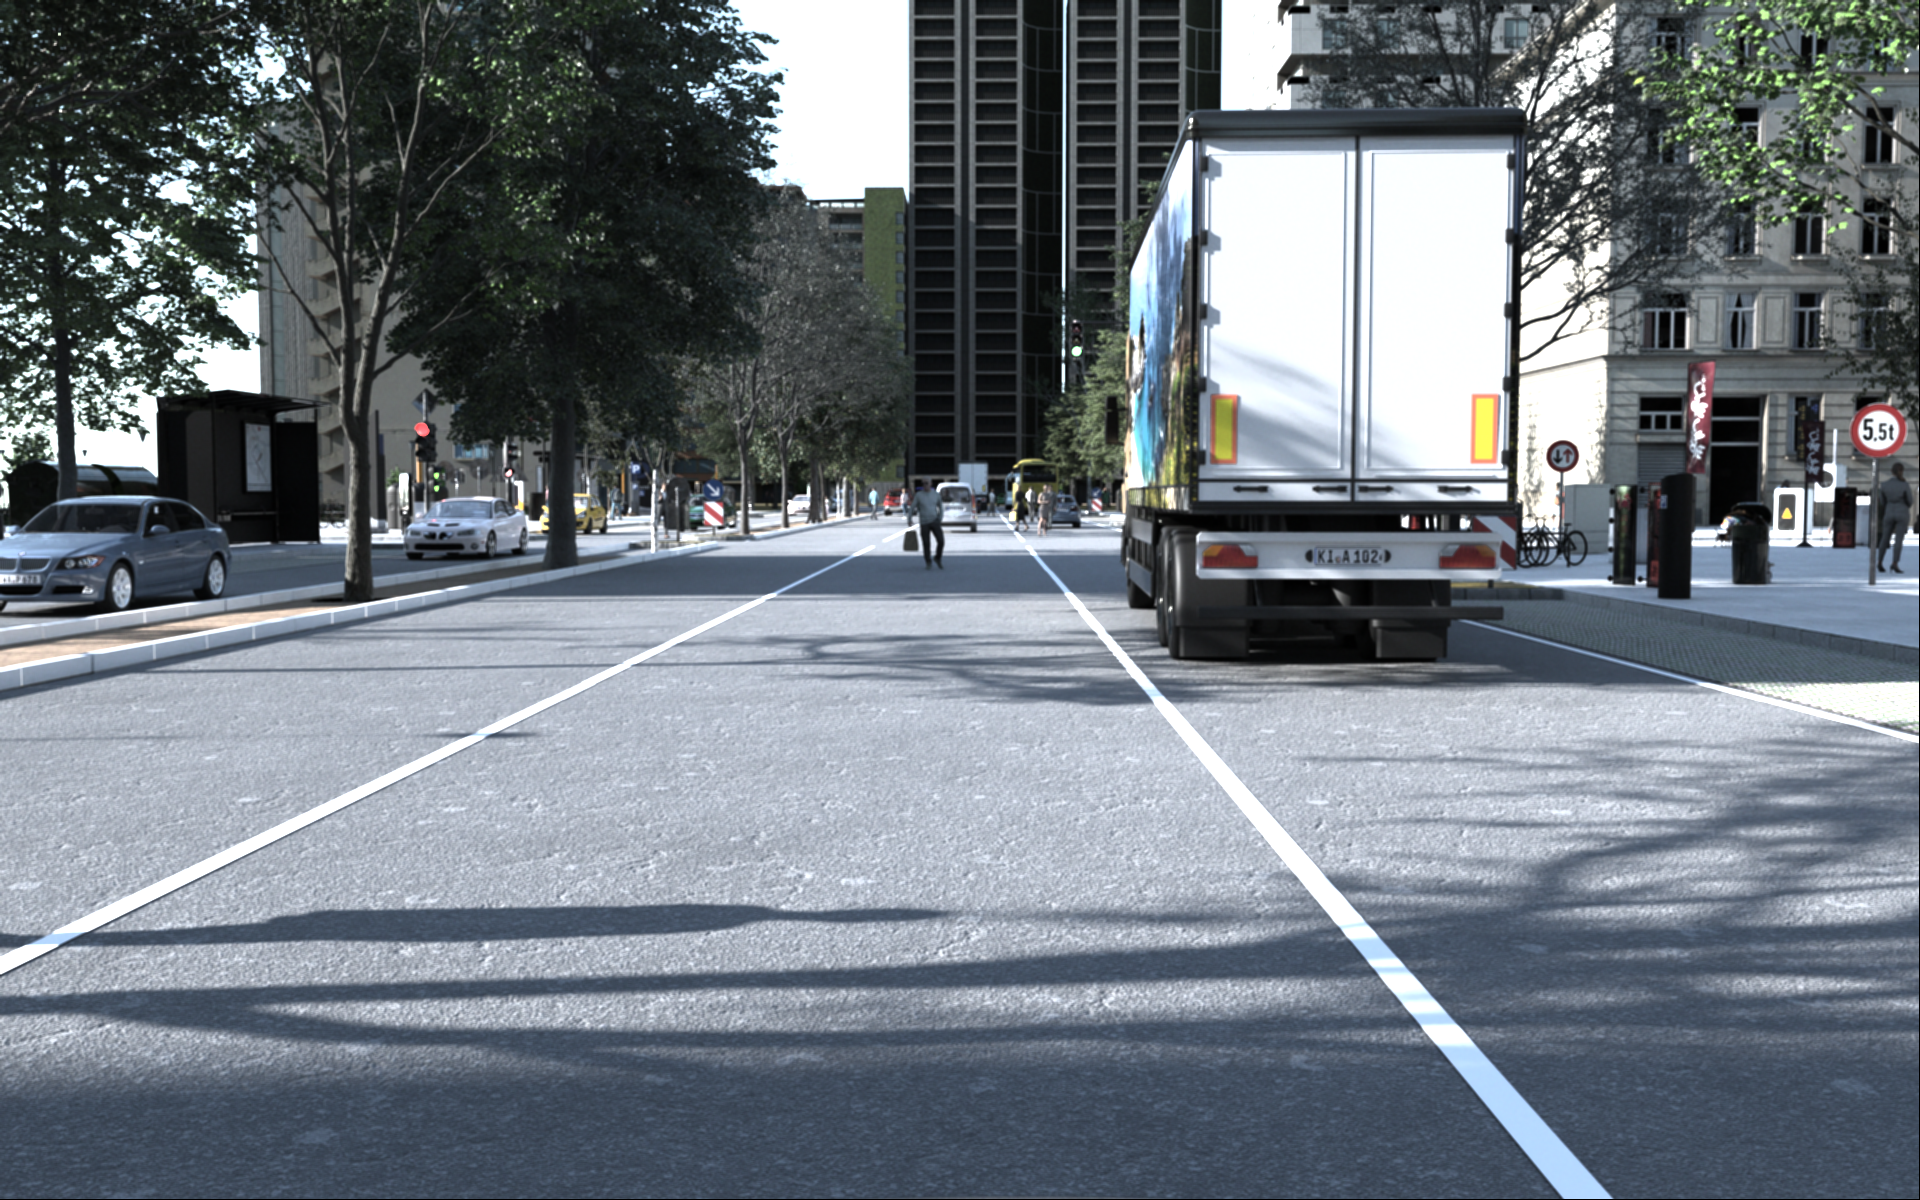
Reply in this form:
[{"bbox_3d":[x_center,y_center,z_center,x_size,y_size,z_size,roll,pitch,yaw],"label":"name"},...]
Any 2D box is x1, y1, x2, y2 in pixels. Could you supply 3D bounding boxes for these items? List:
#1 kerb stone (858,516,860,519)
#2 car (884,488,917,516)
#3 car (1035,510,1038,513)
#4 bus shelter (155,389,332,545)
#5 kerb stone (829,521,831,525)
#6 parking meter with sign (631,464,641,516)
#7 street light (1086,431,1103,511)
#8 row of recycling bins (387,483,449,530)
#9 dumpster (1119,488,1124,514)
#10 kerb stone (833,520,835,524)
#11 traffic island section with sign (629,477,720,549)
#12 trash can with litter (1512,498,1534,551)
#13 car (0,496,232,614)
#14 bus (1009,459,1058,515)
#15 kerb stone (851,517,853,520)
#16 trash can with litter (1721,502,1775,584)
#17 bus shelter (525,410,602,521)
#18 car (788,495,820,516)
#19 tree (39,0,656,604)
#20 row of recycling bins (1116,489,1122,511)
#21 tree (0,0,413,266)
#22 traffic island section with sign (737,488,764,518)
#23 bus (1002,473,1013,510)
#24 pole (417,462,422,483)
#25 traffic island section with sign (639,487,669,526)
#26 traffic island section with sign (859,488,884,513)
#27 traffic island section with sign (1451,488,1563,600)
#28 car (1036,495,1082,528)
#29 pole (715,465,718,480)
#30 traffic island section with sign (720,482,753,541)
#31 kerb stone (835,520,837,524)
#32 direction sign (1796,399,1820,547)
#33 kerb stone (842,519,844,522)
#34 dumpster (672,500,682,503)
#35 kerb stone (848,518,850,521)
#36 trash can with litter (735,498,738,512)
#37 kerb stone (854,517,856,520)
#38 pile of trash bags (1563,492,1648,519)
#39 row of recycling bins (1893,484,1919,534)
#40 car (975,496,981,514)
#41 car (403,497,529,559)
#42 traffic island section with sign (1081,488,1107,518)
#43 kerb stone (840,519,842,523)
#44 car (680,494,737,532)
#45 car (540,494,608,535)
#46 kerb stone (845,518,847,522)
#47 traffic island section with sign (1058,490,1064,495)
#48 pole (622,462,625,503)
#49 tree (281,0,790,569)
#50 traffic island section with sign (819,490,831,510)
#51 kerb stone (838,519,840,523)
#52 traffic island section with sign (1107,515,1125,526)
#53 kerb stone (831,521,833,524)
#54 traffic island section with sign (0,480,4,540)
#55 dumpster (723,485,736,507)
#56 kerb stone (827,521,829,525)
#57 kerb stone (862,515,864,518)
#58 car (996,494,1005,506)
[{"bbox_3d":[-5.908,-4.634,97.965,0.120,0.150,1.000,0,4,1],"label":"kerb stone"},{"bbox_3d":[-3.960,-6.576,116.198,2.281,1.827,5.304,0,4,1],"label":"car"},{"bbox_3d":[5.205,-7.486,134.975,1.945,1.354,3.894,0,4,0],"label":"car"},{"bbox_3d":[-17.137,-3.091,41.819,1.731,3.624,6.357,0,4,1],"label":"bus shelter"},{"bbox_3d":[-6.145,-3.506,79.517,0.120,0.150,1.000,0,4,1],"label":"kerb stone"},{"bbox_3d":[-18.969,-6.416,101.159,0.543,3.016,1.738,0,4,-6],"label":"parking meter with sign"},{"bbox_3d":[9.946,-9.523,128.247,1.470,5.913,1.316,0,4,1],"label":"street light"},{"bbox_3d":[-19.509,-3.369,62.198,3.534,1.692,1.069,3,5,45],"label":"row of recycling bins"},{"bbox_3d":[11.048,-6.650,111.216,1.502,2.255,1.985,0,4,1],"label":"dumpster"},{"bbox_3d":[-6.114,-3.629,81.569,0.120,0.150,1.000,0,4,1],"label":"kerb stone"},{"bbox_3d":[-7.625,-2.326,46.161,2.006,1.907,1.989,0,4,1],"label":"traffic island section with sign"},{"bbox_3d":[12.158,-1.737,39.453,2.233,1.210,1.678,-1,4,-12],"label":"trash can with litter"},{"bbox_3d":[-10.913,-0.623,22.187,2.014,1.417,4.499,0,4,-1],"label":"car"},{"bbox_3d":[5.163,-7.922,121.069,2.896,3.916,12.252,0,4,-1],"label":"bus"},{"bbox_3d":[-5.971,-4.320,92.833,0.120,0.150,1.000,0,4,1],"label":"kerb stone"},{"bbox_3d":[11.324,-0.823,24.845,0.624,1.170,1.055,2,4,32],"label":"trash can with litter"},{"bbox_3d":[-19.734,-6.619,85.851,2.179,5.291,8.768,0,4,1],"label":"bus shelter"},{"bbox_3d":[-10.338,-6.288,115.165,2.083,1.381,4.827,0,4,0],"label":"car"},{"bbox_3d":[-7.867,-5.767,22.496,9.928,11.665,9.643,0,3,0],"label":"tree"},{"bbox_3d":[13.184,-7.385,127.856,3.534,1.692,1.069,2,4,24],"label":"row of recycling bins"},{"bbox_3d":[-8.262,-4.698,13.685,8.767,10.594,7.601,0,4,1],"label":"tree"},{"bbox_3d":[-13.043,-5.940,105.747,1.989,1.847,2.006,0,4,1],"label":"traffic island section with sign"},{"bbox_3d":[5.454,-10.170,161.145,2.948,3.499,13.247,0,4,1],"label":"bus"},{"bbox_3d":[-20.349,-4.368,65.256,0.158,3.312,0.155,0,3,0],"label":"pole"},{"bbox_3d":[-13.390,-4.279,78.593,1.989,1.847,2.006,0,4,1],"label":"traffic island section with sign"},{"bbox_3d":[-6.554,-7.374,128.700,2.006,1.907,1.989,0,4,1],"label":"traffic island section with sign"},{"bbox_3d":[7.122,-0.953,24.214,1.989,1.847,2.006,0,4,1],"label":"traffic island section with sign"},{"bbox_3d":[4.260,-3.815,74.378,2.014,1.417,4.499,0,4,2],"label":"car"},{"bbox_3d":[-16.912,-7.734,120.300,0.158,3.312,0.155,0,3,0],"label":"pole"},{"bbox_3d":[-7.519,-2.779,53.567,2.006,1.907,1.989,0,4,1],"label":"traffic island section with sign"},{"bbox_3d":[-6.112,-3.693,82.592,0.120,0.150,1.000,0,4,1],"label":"kerb stone"},{"bbox_3d":[20.488,-3.052,41.904,0.379,3.537,0.876,0,4,-5],"label":"direction sign"},{"bbox_3d":[-6.050,-3.944,86.687,0.120,0.150,1.000,0,4,1],"label":"kerb stone"},{"bbox_3d":[-17.650,-6.112,105.682,1.264,1.857,1.865,0,4,1],"label":"dumpster"},{"bbox_3d":[-6.007,-4.195,90.789,0.120,0.150,1.000,0,4,1],"label":"kerb stone"},{"bbox_3d":[-16.546,-7.063,126.861,0.624,1.170,1.055,-2,4,-31],"label":"trash can with litter"},{"bbox_3d":[-5.945,-4.440,94.889,0.120,0.150,1.000,0,4,1],"label":"kerb stone"},{"bbox_3d":[20.792,-2.760,54.876,3.447,1.369,1.912,1,4,21],"label":"pile of trash bags"},{"bbox_3d":[31.230,-2.935,55.104,3.534,1.692,1.069,3,5,43],"label":"row of recycling bins"},{"bbox_3d":[0.589,-6.917,125.672,1.945,1.354,3.894,0,4,-1],"label":"car"},{"bbox_3d":[-11.224,-1.667,39.614,2.083,1.381,4.827,0,4,0],"label":"car"},{"bbox_3d":[8.192,-5.943,105.794,1.989,1.847,2.006,0,4,1],"label":"traffic island section with sign"},{"bbox_3d":[-6.077,-3.882,85.658,0.120,0.150,1.000,0,4,1],"label":"kerb stone"},{"bbox_3d":[-9.776,-3.378,67.026,2.131,1.459,4.920,0,4,1],"label":"car"},{"bbox_3d":[-13.795,-3.162,61.930,2.015,1.641,3.980,0,4,0],"label":"car"},{"bbox_3d":[-6.033,-4.067,88.732,0.120,0.150,1.000,0,4,1],"label":"kerb stone"},{"bbox_3d":[8.826,-8.980,155.458,1.989,1.847,2.006,0,4,1],"label":"traffic island section with sign"},{"bbox_3d":[-20.463,-6.813,105.239,0.158,3.312,0.155,0,3,0],"label":"pole"},{"bbox_3d":[-7.629,-7.561,32.732,9.857,13.997,8.962,0,3,0],"label":"tree"},{"bbox_3d":[-12.391,-9.027,156.225,1.989,1.847,2.006,0,4,1],"label":"traffic island section with sign"},{"bbox_3d":[-6.077,-3.818,84.636,0.120,0.150,1.000,0,4,1],"label":"kerb stone"},{"bbox_3d":[7.823,-4.262,78.309,1.989,1.847,2.006,0,4,1],"label":"traffic island section with sign"},{"bbox_3d":[-6.133,-3.569,80.544,0.120,0.150,1.000,0,4,1],"label":"kerb stone"},{"bbox_3d":[-14.102,-0.963,24.369,1.989,1.847,2.006,0,4,1],"label":"traffic island section with sign"},{"bbox_3d":[-15.609,-6.670,114.815,1.264,1.857,1.865,0,4,1],"label":"dumpster"},{"bbox_3d":[-6.159,-3.443,78.495,0.120,0.150,1.000,0,4,1],"label":"kerb stone"},{"bbox_3d":[-5.870,-4.817,101.039,0.120,0.150,1.000,0,4,1],"label":"kerb stone"},{"bbox_3d":[5.206,-11.847,202.500,1.959,1.807,4.718,0,4,2],"label":"car"}]
